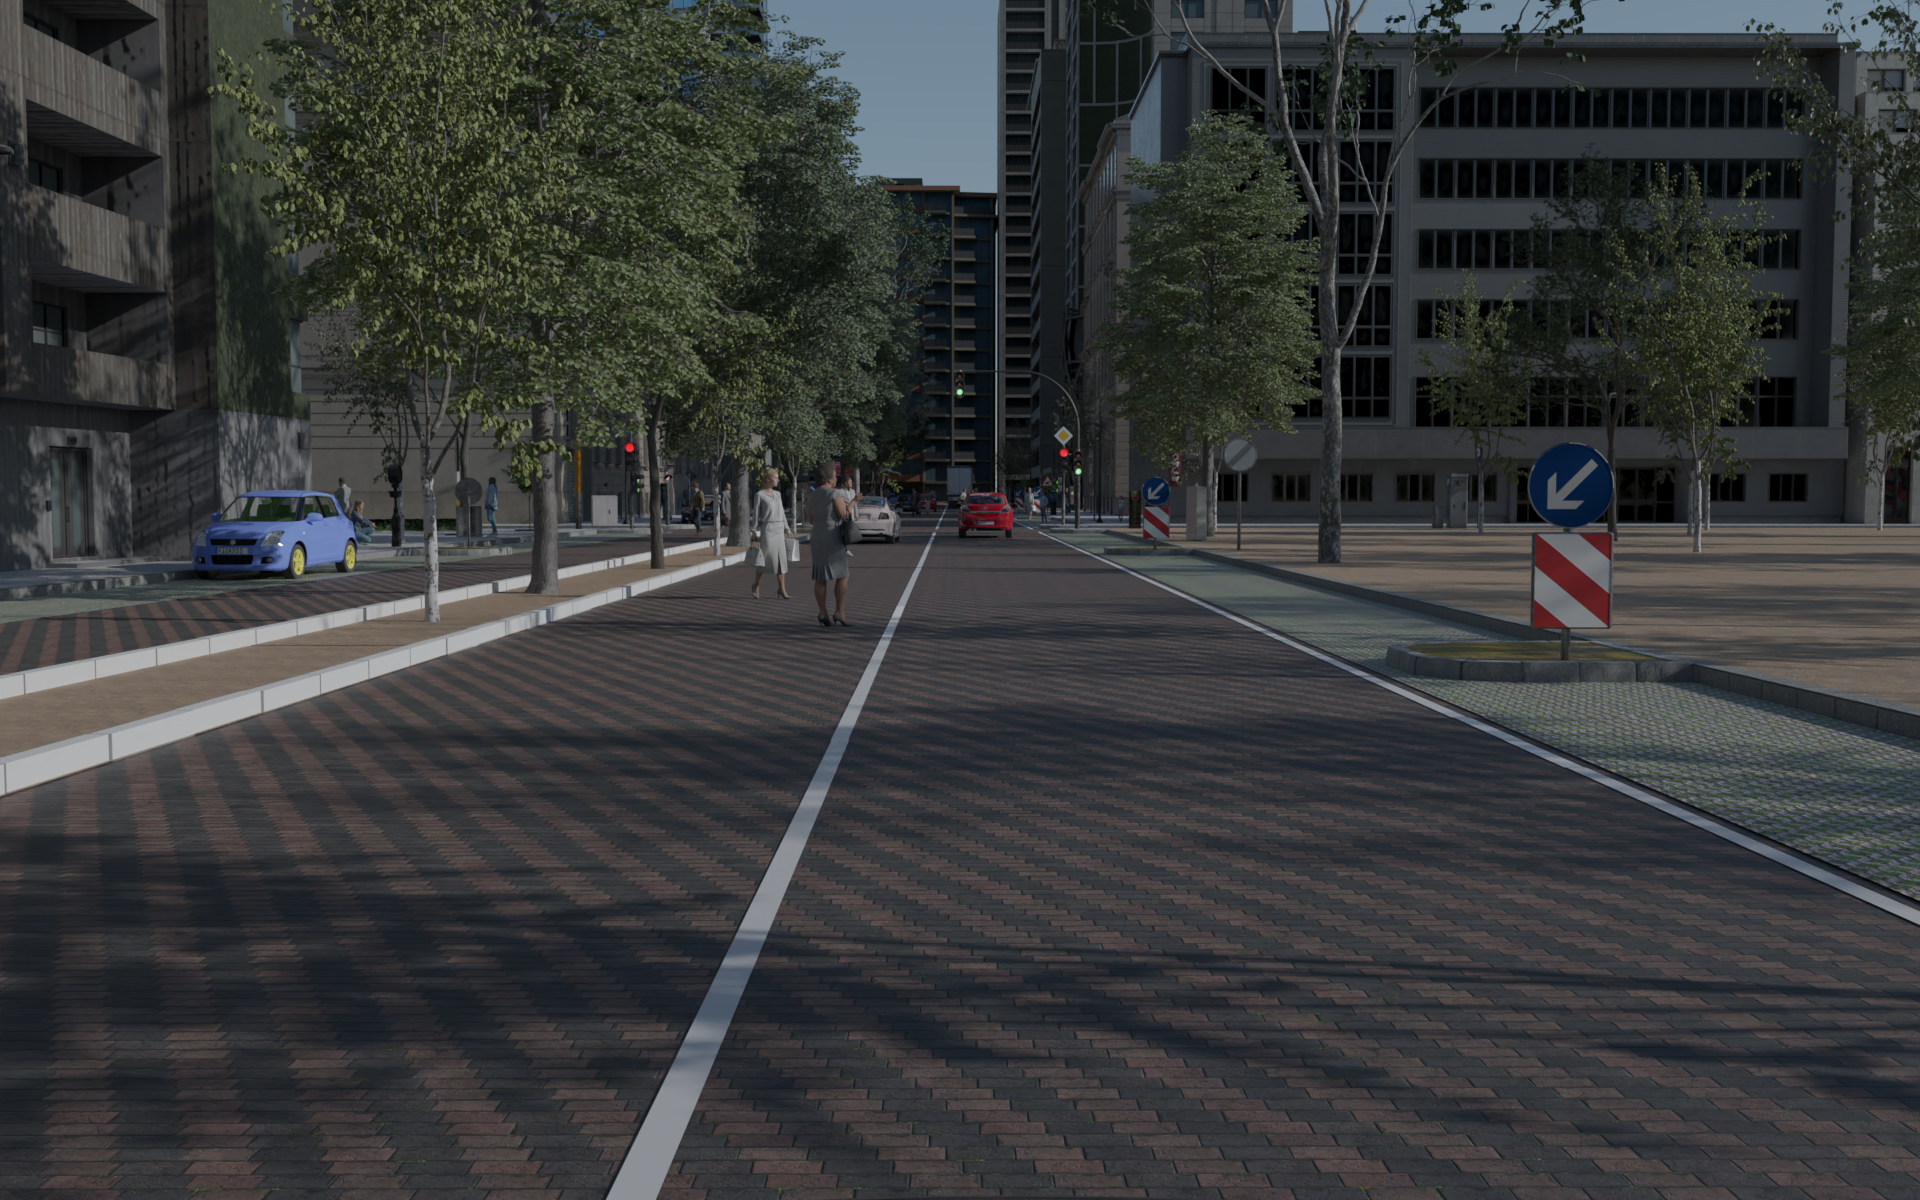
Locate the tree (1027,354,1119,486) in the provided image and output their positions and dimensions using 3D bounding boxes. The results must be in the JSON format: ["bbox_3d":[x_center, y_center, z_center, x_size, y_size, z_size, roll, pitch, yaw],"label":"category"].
[{"bbox_3d":[6.315,-8.631,91.484,4.360,8.622,3.978,0,3,0],"label":"tree"}]

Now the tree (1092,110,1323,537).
[{"bbox_3d":[7.696,-8.155,51.462,7.486,12.596,7.792,0,3,0],"label":"tree"}]

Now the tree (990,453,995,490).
[{"bbox_3d":[6.141,-15.635,206.001,4.360,8.622,3.978,0,3,0],"label":"tree"}]

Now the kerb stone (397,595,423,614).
[{"bbox_3d":[-6.759,0.079,21.022,0.120,0.150,1.000,0,4,0],"label":"kerb stone"}]

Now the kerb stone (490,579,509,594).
[{"bbox_3d":[-6.775,-0.179,25.125,0.120,0.150,1.000,0,4,0],"label":"kerb stone"}]

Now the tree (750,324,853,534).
[{"bbox_3d":[-6.013,-6.709,62.515,4.360,8.622,3.978,0,3,0],"label":"tree"}]

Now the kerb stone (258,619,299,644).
[{"bbox_3d":[-6.735,0.326,16.932,0.120,0.150,1.000,0,4,0],"label":"kerb stone"}]

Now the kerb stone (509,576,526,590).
[{"bbox_3d":[-6.777,-0.242,26.149,0.120,0.150,1.000,0,4,0],"label":"kerb stone"}]

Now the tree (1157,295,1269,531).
[{"bbox_3d":[8.946,-6.760,60.893,4.360,8.622,3.978,0,3,0],"label":"tree"}]

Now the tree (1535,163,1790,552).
[{"bbox_3d":[16.063,-5.351,37.849,4.737,8.622,4.395,0,3,0],"label":"tree"}]

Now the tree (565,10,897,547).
[{"bbox_3d":[-6.042,-8.426,46.873,9.857,13.997,8.962,0,3,0],"label":"tree"}]

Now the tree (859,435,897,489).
[{"bbox_3d":[-6.063,-10.136,118.551,4.360,8.622,3.978,0,3,0],"label":"tree"}]

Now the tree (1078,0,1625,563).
[{"bbox_3d":[5.901,-10.693,30.716,12.611,20.169,13.585,0,3,0],"label":"tree"}]

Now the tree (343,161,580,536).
[{"bbox_3d":[-15.158,-7.787,53.080,9.928,11.665,9.643,0,3,0],"label":"tree"}]

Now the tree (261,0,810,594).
[{"bbox_3d":[-6.079,-6.382,24.933,7.486,12.596,7.792,0,3,0],"label":"tree"}]

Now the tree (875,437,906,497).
[{"bbox_3d":[-5.951,-10.964,132.085,4.737,8.622,4.395,0,3,0],"label":"tree"}]

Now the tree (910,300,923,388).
[{"bbox_3d":[-6.082,-10.239,76.520,9.857,13.997,8.962,0,3,0],"label":"tree"}]

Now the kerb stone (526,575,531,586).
[{"bbox_3d":[-6.782,-0.304,27.172,0.120,0.150,1.000,0,4,0],"label":"kerb stone"}]

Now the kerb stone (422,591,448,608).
[{"bbox_3d":[-6.757,0.009,22.051,0.120,0.150,1.000,0,4,0],"label":"kerb stone"}]

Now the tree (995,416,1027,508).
[{"bbox_3d":[5.678,-12.631,156.881,4.360,8.622,3.978,0,3,0],"label":"tree"}]

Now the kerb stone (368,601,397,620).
[{"bbox_3d":[-6.757,0.134,19.999,0.120,0.150,1.000,0,4,0],"label":"kerb stone"}]

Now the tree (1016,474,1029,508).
[{"bbox_3d":[6.008,-10.360,163.987,1.663,3.219,1.824,0,3,0],"label":"tree"}]

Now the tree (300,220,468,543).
[{"bbox_3d":[-14.989,-5.816,45.462,4.360,8.622,3.978,0,3,0],"label":"tree"}]

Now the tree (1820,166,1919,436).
[{"bbox_3d":[30.565,-8.258,53.151,7.486,12.596,7.792,0,3,0],"label":"tree"}]

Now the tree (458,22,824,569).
[{"bbox_3d":[-5.736,-5.881,33.031,8.767,10.594,7.601,0,4,0],"label":"tree"}]

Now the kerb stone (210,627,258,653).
[{"bbox_3d":[-6.734,0.384,15.910,0.120,0.150,1.000,0,4,0],"label":"kerb stone"}]

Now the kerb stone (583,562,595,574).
[{"bbox_3d":[-6.803,-0.555,31.276,0.120,0.150,1.000,0,4,0],"label":"kerb stone"}]

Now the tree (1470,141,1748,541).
[{"bbox_3d":[17.373,-6.866,46.674,7.601,10.594,8.767,0,4,-7],"label":"tree"}]

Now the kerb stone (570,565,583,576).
[{"bbox_3d":[-6.794,-0.493,30.255,0.120,0.150,1.000,0,4,0],"label":"kerb stone"}]

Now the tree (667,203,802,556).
[{"bbox_3d":[-5.594,-5.311,39.655,4.737,8.622,4.395,0,3,0],"label":"tree"}]

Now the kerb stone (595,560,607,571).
[{"bbox_3d":[-6.800,-0.618,32.298,0.120,0.150,1.000,0,4,0],"label":"kerb stone"}]

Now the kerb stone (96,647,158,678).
[{"bbox_3d":[-6.728,0.511,13.863,0.120,0.150,1.000,0,4,0],"label":"kerb stone"}]

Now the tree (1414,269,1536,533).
[{"bbox_3d":[16.858,-6.458,55.955,4.737,8.622,4.395,0,3,0],"label":"tree"}]

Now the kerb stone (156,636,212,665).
[{"bbox_3d":[-6.728,0.451,14.885,0.120,0.150,1.000,0,4,0],"label":"kerb stone"}]

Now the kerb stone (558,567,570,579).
[{"bbox_3d":[-6.791,-0.430,29.231,0.120,0.150,1.000,0,4,0],"label":"kerb stone"}]

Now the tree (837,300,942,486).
[{"bbox_3d":[-5.983,-10.738,88.397,12.009,13.543,11.850,0,3,0],"label":"tree"}]

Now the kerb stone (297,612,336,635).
[{"bbox_3d":[-6.737,0.259,17.953,0.120,0.150,1.000,0,4,0],"label":"kerb stone"}]

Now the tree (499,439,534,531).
[{"bbox_3d":[-14.925,-4.019,60.307,1.663,3.219,1.824,0,3,0],"label":"tree"}]

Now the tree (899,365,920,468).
[{"bbox_3d":[-5.850,-7.307,56.343,8.767,10.594,7.601,0,4,0],"label":"tree"}]

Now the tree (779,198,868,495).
[{"bbox_3d":[-7.231,-14.819,100.639,12.611,20.169,13.585,0,3,0],"label":"tree"}]

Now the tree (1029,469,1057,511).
[{"bbox_3d":[6.735,-8.482,133.281,1.663,3.219,1.824,0,3,0],"label":"tree"}]

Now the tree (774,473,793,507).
[{"bbox_3d":[-14.733,-9.197,144.974,1.663,3.219,1.824,0,3,0],"label":"tree"}]

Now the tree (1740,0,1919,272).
[{"bbox_3d":[10.028,-4.037,16.375,4.360,8.622,3.978,0,3,0],"label":"tree"}]

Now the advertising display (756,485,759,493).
[{"bbox_3d":[-14.179,-7.187,122.726,0.123,1.923,0.974,1,4,18],"label":"advertising display"}]

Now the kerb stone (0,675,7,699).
[{"bbox_3d":[-6.715,0.636,11.814,0.120,0.150,1.000,0,4,0],"label":"kerb stone"}]

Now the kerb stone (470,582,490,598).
[{"bbox_3d":[-6.769,-0.117,24.103,0.120,0.150,1.000,0,4,0],"label":"kerb stone"}]

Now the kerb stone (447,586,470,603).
[{"bbox_3d":[-6.768,-0.053,23.073,0.120,0.150,1.000,0,4,0],"label":"kerb stone"}]

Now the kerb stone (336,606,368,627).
[{"bbox_3d":[-6.745,0.197,18.975,0.120,0.150,1.000,0,4,0],"label":"kerb stone"}]

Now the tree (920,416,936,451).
[{"bbox_3d":[-6.112,-10.728,112.276,8.767,10.594,7.601,0,4,0],"label":"tree"}]

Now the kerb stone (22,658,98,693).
[{"bbox_3d":[-6.722,0.572,12.841,0.120,0.150,1.000,0,4,0],"label":"kerb stone"}]

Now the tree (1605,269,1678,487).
[{"bbox_3d":[22.815,-6.367,54.465,4.360,8.622,3.978,0,3,0],"label":"tree"}]
